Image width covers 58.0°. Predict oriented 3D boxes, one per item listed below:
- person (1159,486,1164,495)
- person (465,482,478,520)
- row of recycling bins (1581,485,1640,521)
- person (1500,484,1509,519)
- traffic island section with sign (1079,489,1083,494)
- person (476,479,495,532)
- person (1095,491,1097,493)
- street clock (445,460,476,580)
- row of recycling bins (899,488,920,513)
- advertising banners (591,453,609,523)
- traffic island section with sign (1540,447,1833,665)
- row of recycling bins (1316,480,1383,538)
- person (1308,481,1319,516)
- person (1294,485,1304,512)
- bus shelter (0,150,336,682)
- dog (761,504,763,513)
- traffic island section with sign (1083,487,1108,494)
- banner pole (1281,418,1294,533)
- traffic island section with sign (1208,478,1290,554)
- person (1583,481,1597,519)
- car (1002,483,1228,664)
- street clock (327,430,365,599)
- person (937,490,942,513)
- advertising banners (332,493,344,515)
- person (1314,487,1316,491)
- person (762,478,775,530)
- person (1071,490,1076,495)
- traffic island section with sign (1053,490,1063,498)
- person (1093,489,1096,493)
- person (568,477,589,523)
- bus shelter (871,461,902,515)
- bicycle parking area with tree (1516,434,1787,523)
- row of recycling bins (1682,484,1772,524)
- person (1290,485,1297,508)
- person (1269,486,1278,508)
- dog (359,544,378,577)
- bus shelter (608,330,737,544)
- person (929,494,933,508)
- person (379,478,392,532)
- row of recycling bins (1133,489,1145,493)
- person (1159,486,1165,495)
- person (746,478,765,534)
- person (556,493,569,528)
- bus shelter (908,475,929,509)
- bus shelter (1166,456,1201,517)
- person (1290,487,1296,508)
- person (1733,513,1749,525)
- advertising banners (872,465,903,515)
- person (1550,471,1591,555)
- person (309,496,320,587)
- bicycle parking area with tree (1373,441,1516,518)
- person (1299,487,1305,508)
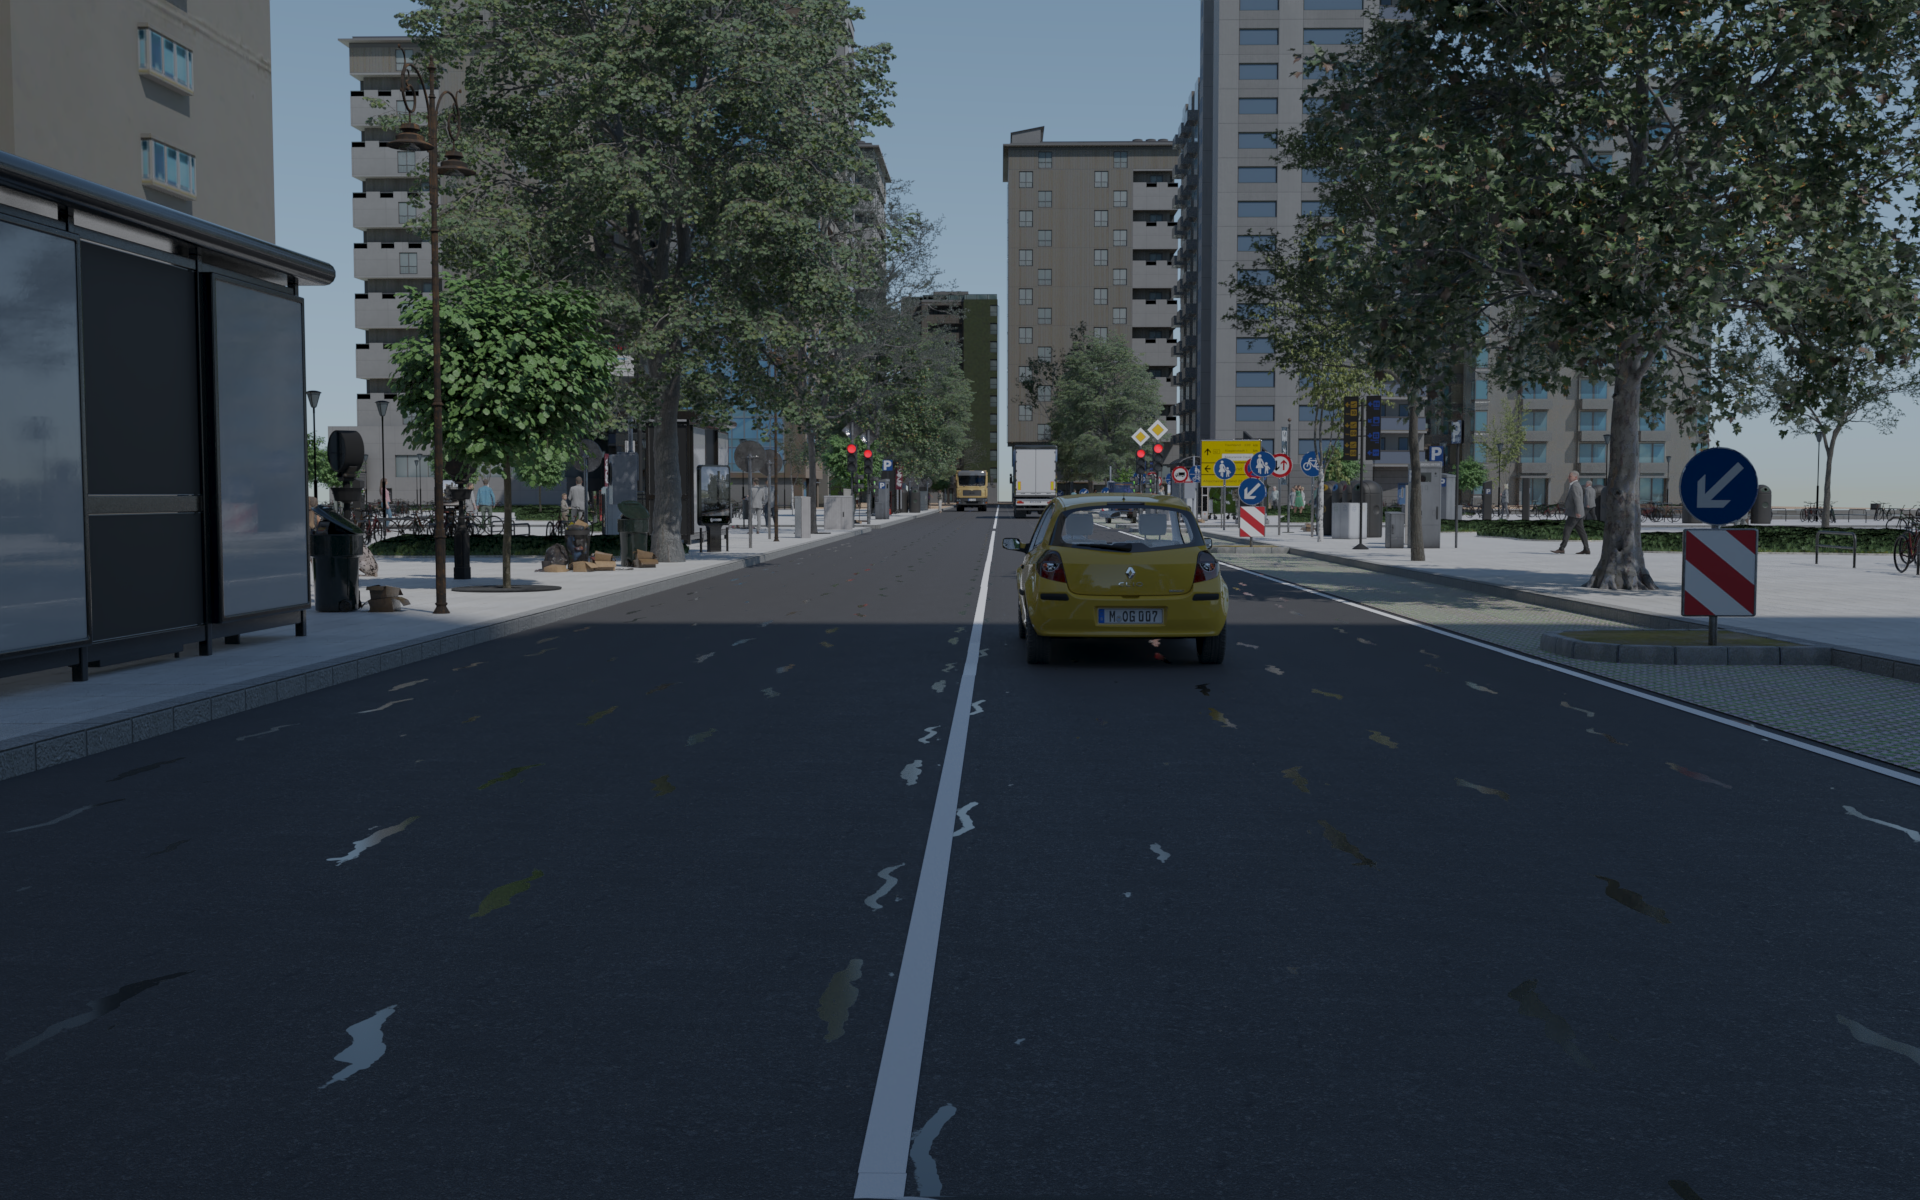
[{"bbox_3d":[10.038,-4.847,86.294,0.522,1.701,0.512,-1,4,-10],"label":"person"},{"bbox_3d":[-18.761,-3.642,66.347,0.466,1.731,0.760,0,4,1],"label":"person"},{"bbox_3d":[27.739,-4.113,74.354,1.069,1.692,3.534,-1,4,-21],"label":"row of recycling bins"},{"bbox_3d":[27.586,-4.992,87.850,0.526,1.800,0.537,1,4,10],"label":"person"},{"bbox_3d":[8.876,-7.172,125.898,1.989,1.847,2.006,0,4,1],"label":"traffic island section with sign"},{"bbox_3d":[-15.836,-3.147,57.834,0.601,1.785,0.444,-1,4,-11],"label":"person"},{"bbox_3d":[16.490,-12.583,212.220,0.683,1.767,0.568,-2,4,-30],"label":"person"},{"bbox_3d":[-7.493,-1.312,26.019,0.471,2.002,0.358,1,4,15],"label":"street clock"},{"bbox_3d":[-4.394,-6.799,118.273,3.534,1.692,1.069,1,4,14],"label":"row of recycling bins"},{"bbox_3d":[-15.351,-4.758,73.979,0.090,3.025,2.074,1,4,9],"label":"advertising banners"},{"bbox_3d":[6.295,-0.411,15.354,1.989,1.847,2.006,0,4,1],"label":"traffic island section with sign"},{"bbox_3d":[11.794,-2.772,52.443,1.069,1.692,3.534,-1,4,-11],"label":"row of recycling bins"},{"bbox_3d":[13.147,-3.483,63.331,0.623,1.781,0.721,-3,4,-37],"label":"person"},{"bbox_3d":[18.915,-5.532,96.745,0.529,1.795,0.600,3,5,44],"label":"person"},{"bbox_3d":[-6.796,-2.057,11.264,2.179,5.291,8.768,0,4,1],"label":"bus shelter"},{"bbox_3d":[-12.907,-6.152,114.959,0.800,0.831,0.513,-1,4,-13],"label":"dog"},{"bbox_3d":[8.232,-5.512,98.756,1.989,1.847,2.006,0,4,1],"label":"traffic island section with sign"},{"bbox_3d":[10.717,-4.092,56.927,0.401,3.779,0.863,2,4,35],"label":"banner pole"},{"bbox_3d":[6.914,-2.060,42.302,1.989,1.847,2.006,0,4,1],"label":"traffic island section with sign"},{"bbox_3d":[23.112,-3.510,63.836,0.834,1.777,0.661,3,4,38],"label":"person"},{"bbox_3d":[1.407,-0.356,16.050,2.015,1.641,3.980,0,4,0],"label":"car"},{"bbox_3d":[-6.973,-0.926,19.706,0.471,2.002,0.358,3,5,45],"label":"street clock"},{"bbox_3d":[-1.581,-7.612,133.504,0.362,1.759,0.519,-1,4,-13],"label":"person"},{"bbox_3d":[-23.653,-4.288,66.294,0.090,3.025,2.074,-3,4,-38],"label":"advertising banners"},{"bbox_3d":[25.901,-7.327,126.105,0.850,1.792,0.678,0,4,-4],"label":"person"},{"bbox_3d":[-6.743,-3.392,61.342,0.661,1.843,0.795,0,4,8],"label":"person"},{"bbox_3d":[9.634,-8.508,147.624,0.660,1.820,0.620,3,4,37],"label":"person"},{"bbox_3d":[10.041,-10.232,175.918,1.989,1.847,2.006,0,4,1],"label":"traffic island section with sign"},{"bbox_3d":[11.789,-8.780,150.284,0.721,1.739,1.217,0,4,-1],"label":"person"},{"bbox_3d":[-11.372,-2.776,51.628,0.606,1.804,0.583,-1,4,-16],"label":"person"},{"bbox_3d":[-4.872,-8.215,111.948,2.179,5.291,8.768,0,4,2],"label":"bus shelter"},{"bbox_3d":[32.556,-5.757,81.124,9.016,4.147,8.231,-1,4,-17],"label":"bicycle parking area with tree"},{"bbox_3d":[33.181,-4.152,74.990,3.534,1.692,1.069,1,4,21],"label":"row of recycling bins"},{"bbox_3d":[20.298,-6.054,105.134,0.679,1.850,0.850,1,4,20],"label":"person"},{"bbox_3d":[20.019,-6.349,110.330,0.782,1.767,0.515,3,5,40],"label":"person"},{"bbox_3d":[-9.273,-0.765,26.889,0.800,0.831,0.513,3,5,42],"label":"dog"},{"bbox_3d":[-7.562,-4.125,45.079,2.179,5.291,8.768,0,4,2],"label":"bus shelter"},{"bbox_3d":[-3.028,-9.701,165.339,0.721,1.739,1.217,-3,5,-42],"label":"person"},{"bbox_3d":[-19.180,-3.169,57.858,0.388,1.821,0.555,-3,4,-36],"label":"person"},{"bbox_3d":[12.872,-7.599,131.359,3.534,1.692,1.069,2,4,34],"label":"row of recycling bins"},{"bbox_3d":[13.923,-6.950,119.776,0.850,1.850,0.679,3,5,41],"label":"person"},{"bbox_3d":[-6.620,-3.033,55.830,0.606,1.804,0.583,-3,4,-39],"label":"person"},{"bbox_3d":[-14.037,-3.127,61.441,0.640,1.303,0.475,-1,4,-20],"label":"person"},{"bbox_3d":[-3.187,-9.190,141.536,1.731,3.624,6.357,0,4,1],"label":"bus shelter"},{"bbox_3d":[12.543,-6.169,94.787,2.014,3.302,5.546,0,4,1],"label":"bus shelter"},{"bbox_3d":[19.883,-5.902,103.286,0.466,1.731,0.760,1,4,12],"label":"person"},{"bbox_3d":[22.346,-2.657,49.585,0.767,1.812,0.694,1,4,22],"label":"person"},{"bbox_3d":[-4.423,-6.681,105.420,2.074,3.025,0.090,1,4,10],"label":"advertising banners"},{"bbox_3d":[12.977,-1.857,36.801,0.834,1.777,0.661,1,4,14],"label":"person"},{"bbox_3d":[-9.041,-0.815,24.034,0.362,1.253,0.373,-1,4,-12],"label":"person"},{"bbox_3d":[28.462,-6.668,96.021,8.231,4.147,9.016,-2,4,-25],"label":"bicycle parking area with tree"},{"bbox_3d":[23.884,-7.013,121.063,0.624,1.780,0.694,1,4,19],"label":"person"}]
